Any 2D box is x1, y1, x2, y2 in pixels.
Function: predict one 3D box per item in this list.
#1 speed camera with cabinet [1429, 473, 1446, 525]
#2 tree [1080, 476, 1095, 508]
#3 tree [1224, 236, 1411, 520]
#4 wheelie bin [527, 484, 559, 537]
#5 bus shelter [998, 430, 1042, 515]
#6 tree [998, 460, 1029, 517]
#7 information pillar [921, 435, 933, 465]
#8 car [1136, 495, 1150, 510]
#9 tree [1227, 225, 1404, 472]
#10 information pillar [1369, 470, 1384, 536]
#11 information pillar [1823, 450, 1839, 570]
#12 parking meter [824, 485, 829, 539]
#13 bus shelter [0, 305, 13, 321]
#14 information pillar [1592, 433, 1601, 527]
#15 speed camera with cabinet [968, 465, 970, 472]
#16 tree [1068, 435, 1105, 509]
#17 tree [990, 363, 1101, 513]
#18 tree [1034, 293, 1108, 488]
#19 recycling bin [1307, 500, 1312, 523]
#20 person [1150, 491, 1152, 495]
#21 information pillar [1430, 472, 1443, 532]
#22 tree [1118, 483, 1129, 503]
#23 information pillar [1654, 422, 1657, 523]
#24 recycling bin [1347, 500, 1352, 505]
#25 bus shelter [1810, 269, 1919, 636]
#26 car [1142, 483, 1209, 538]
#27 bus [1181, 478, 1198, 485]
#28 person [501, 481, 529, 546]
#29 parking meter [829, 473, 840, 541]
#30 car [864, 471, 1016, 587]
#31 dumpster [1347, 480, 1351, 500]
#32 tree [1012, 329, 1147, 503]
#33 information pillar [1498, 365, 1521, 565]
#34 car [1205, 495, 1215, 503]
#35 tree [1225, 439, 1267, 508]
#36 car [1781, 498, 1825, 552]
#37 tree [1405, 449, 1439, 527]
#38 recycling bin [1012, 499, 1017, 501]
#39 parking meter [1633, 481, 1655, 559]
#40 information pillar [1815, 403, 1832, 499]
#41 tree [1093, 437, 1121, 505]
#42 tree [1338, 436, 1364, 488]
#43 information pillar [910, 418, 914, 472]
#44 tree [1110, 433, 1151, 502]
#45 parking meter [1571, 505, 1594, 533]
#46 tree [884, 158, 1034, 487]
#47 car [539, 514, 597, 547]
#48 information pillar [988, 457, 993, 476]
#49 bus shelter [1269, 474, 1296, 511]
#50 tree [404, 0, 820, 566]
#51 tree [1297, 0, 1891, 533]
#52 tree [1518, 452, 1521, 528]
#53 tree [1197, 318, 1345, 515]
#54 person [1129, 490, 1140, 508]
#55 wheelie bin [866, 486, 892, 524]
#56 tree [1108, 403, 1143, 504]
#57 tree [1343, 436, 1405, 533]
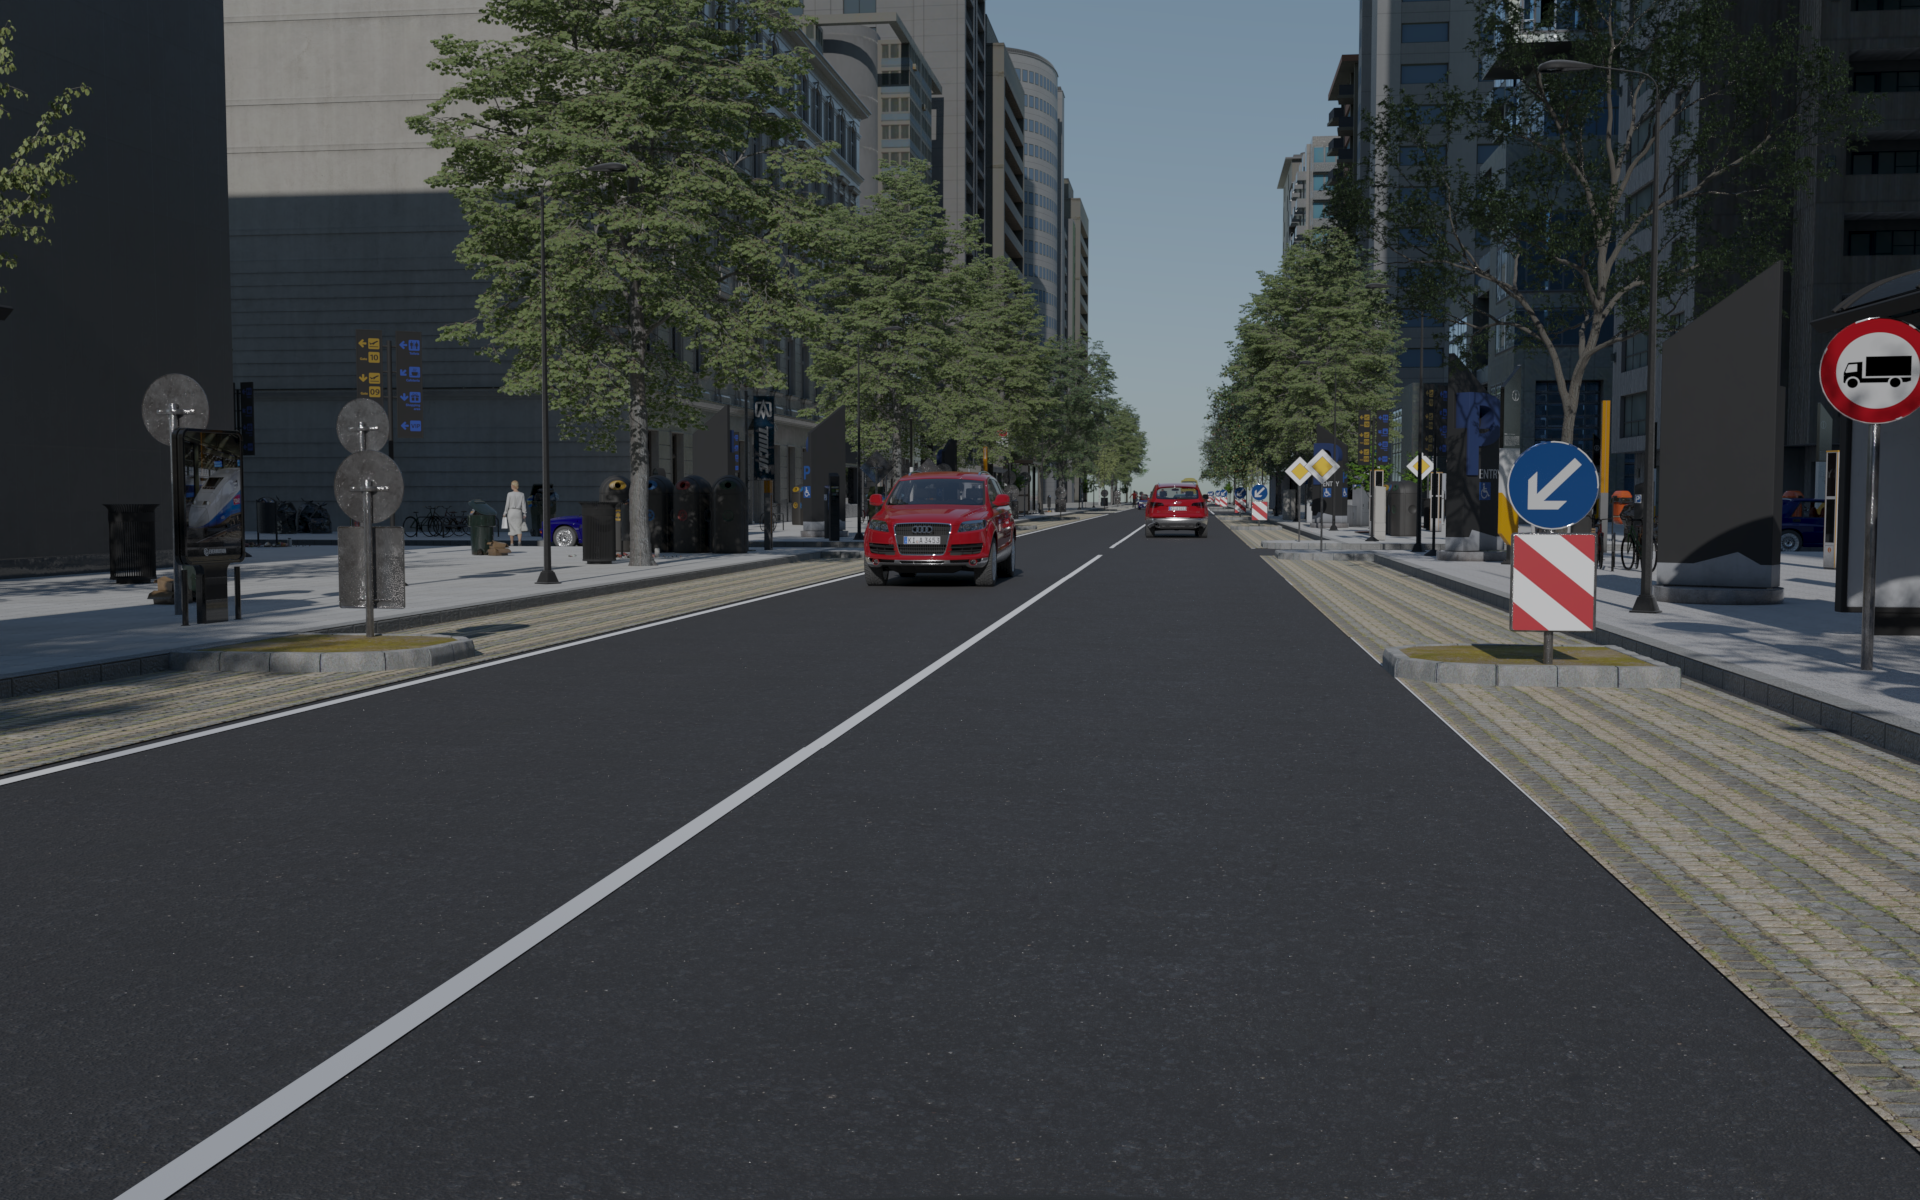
[{"bbox_3d":[20.045,-4.782,72.527,0.660,3.252,2.038,1,4,20],"label":"speed camera with cabinet"},{"bbox_3d":[11.379,-9.971,157.627,1.663,3.219,1.824,0,3,0],"label":"tree"},{"bbox_3d":[17.537,-10.983,86.234,9.857,13.997,8.962,0,3,0],"label":"tree"},{"bbox_3d":[-12.556,-2.717,52.330,0.980,1.594,0.693,-3,4,-36],"label":"wheelie bin"},{"bbox_3d":[3.613,-7.953,107.662,2.179,5.291,8.768,0,4,7],"label":"bus shelter"},{"bbox_3d":[3.029,-6.293,97.488,1.663,3.219,1.824,0,3,0],"label":"tree"},{"bbox_3d":[-1.277,-4.562,65.942,0.504,3.616,0.183,0,4,-6],"label":"information pillar"},{"bbox_3d":[17.195,-8.957,159.025,1.945,1.354,3.894,0,4,7],"label":"car"},{"bbox_3d":[15.136,-9.533,73.985,7.486,12.596,7.792,0,3,0],"label":"tree"},{"bbox_3d":[12.689,-2.953,52.780,0.304,2.012,0.304,-1,4,-15],"label":"information pillar"},{"bbox_3d":[14.873,-1.519,29.330,0.304,2.012,0.304,-1,4,-9],"label":"information pillar"},{"bbox_3d":[-3.728,-2.538,49.914,0.372,1.533,0.369,0,3,0],"label":"parking meter"},{"bbox_3d":[-9.405,-1.117,12.188,2.014,3.302,5.546,0,4,7],"label":"bus shelter"},{"bbox_3d":[24.594,-4.614,66.801,0.504,3.616,0.183,0,4,-8],"label":"information pillar"},{"bbox_3d":[0.203,-7.585,118.357,0.660,3.252,2.038,-1,4,-20],"label":"speed camera with cabinet"},{"bbox_3d":[10.870,-12.406,153.194,4.360,8.622,3.978,0,3,0],"label":"tree"},{"bbox_3d":[5.552,-11.231,118.041,8.767,10.594,7.601,1,4,10],"label":"tree"},{"bbox_3d":[1.454,-10.017,81.912,7.486,12.596,7.792,0,3,0],"label":"tree"},{"bbox_3d":[15.757,-3.905,76.395,0.722,1.027,0.722,2,4,34],"label":"recycling bin"},{"bbox_3d":[29.873,-16.041,270.398,0.705,1.869,1.348,2,4,24],"label":"person"},{"bbox_3d":[16.089,-3.303,58.495,0.304,2.012,0.304,3,4,37],"label":"information pillar"},{"bbox_3d":[24.560,-16.090,257.675,1.663,3.219,1.824,0,3,0],"label":"tree"},{"bbox_3d":[22.532,-3.983,56.473,0.183,3.616,0.504,-1,4,-11],"label":"information pillar"},{"bbox_3d":[17.425,-3.865,75.755,0.722,1.027,0.722,-1,4,-17],"label":"recycling bin"},{"bbox_3d":[8.450,-1.175,13.130,2.014,3.302,5.546,0,4,8],"label":"bus shelter"},{"bbox_3d":[7.262,-3.038,58.339,2.281,1.827,5.304,0,4,6],"label":"car"},{"bbox_3d":[35.050,-16.703,264.638,2.896,3.916,12.252,0,4,8],"label":"bus"},{"bbox_3d":[-11.600,-2.215,45.076,0.694,1.780,0.624,-1,4,-10],"label":"person"},{"bbox_3d":[-3.437,-2.543,47.292,0.255,1.863,0.399,-1,4,-13],"label":"parking meter"},{"bbox_3d":[-0.249,-1.216,28.553,2.281,1.827,5.304,0,4,7],"label":"car"},{"bbox_3d":[17.206,-4.737,79.950,1.502,2.255,1.985,0,4,8],"label":"dumpster"},{"bbox_3d":[7.824,-13.955,134.813,9.857,13.997,8.962,0,3,0],"label":"tree"},{"bbox_3d":[9.979,-2.451,31.425,0.504,3.616,0.183,-2,4,-35],"label":"information pillar"},{"bbox_3d":[38.875,-15.922,270.110,2.009,1.686,4.222,0,4,7],"label":"car"},{"bbox_3d":[26.879,-12.931,161.777,4.737,8.622,4.395,0,3,0],"label":"tree"},{"bbox_3d":[20.731,-1.738,41.003,3.894,1.354,1.945,1,4,8],"label":"car"},{"bbox_3d":[17.836,-4.446,67.294,1.663,3.219,1.824,0,3,0],"label":"tree"},{"bbox_3d":[2.704,-5.072,95.482,0.722,1.027,0.722,-1,4,-13],"label":"recycling bin"},{"bbox_3d":[13.450,-1.569,34.072,0.372,1.533,0.369,0,3,0],"label":"parking meter"},{"bbox_3d":[22.237,-3.259,44.635,0.504,3.616,0.183,-2,4,-26],"label":"information pillar"},{"bbox_3d":[16.111,-15.097,197.193,4.737,8.622,4.395,0,3,0],"label":"tree"},{"bbox_3d":[20.803,-6.820,95.217,4.285,4.588,4.351,0,3,0],"label":"tree"},{"bbox_3d":[-1.496,-3.820,53.806,0.183,3.616,0.504,0,4,3],"label":"information pillar"},{"bbox_3d":[26.502,-21.354,274.899,9.928,11.665,9.643,0,3,0],"label":"tree"},{"bbox_3d":[11.961,-1.684,33.252,0.399,1.863,0.255,1,4,17],"label":"parking meter"},{"bbox_3d":[-2.135,-8.591,58.586,7.486,12.596,7.792,0,3,0],"label":"tree"},{"bbox_3d":[-8.893,-1.996,45.212,3.894,1.354,1.945,0,4,7],"label":"car"},{"bbox_3d":[1.636,-6.439,96.632,0.504,3.616,0.183,0,4,6],"label":"information pillar"},{"bbox_3d":[21.878,-7.558,117.497,2.014,3.302,5.546,0,4,8],"label":"bus shelter"},{"bbox_3d":[-5.620,-6.853,30.167,7.486,12.596,7.792,0,3,0],"label":"tree"},{"bbox_3d":[9.442,-5.669,27.097,8.767,10.594,7.601,1,4,16],"label":"tree"},{"bbox_3d":[20.948,-4.367,66.000,1.663,3.219,1.824,0,3,0],"label":"tree"},{"bbox_3d":[19.821,-11.663,107.693,9.611,12.733,9.660,0,3,0],"label":"tree"},{"bbox_3d":[18.062,-10.456,179.425,1.348,1.831,0.705,2,4,32],"label":"person"},{"bbox_3d":[-3.401,-3.838,70.665,0.980,1.594,0.693,2,4,24],"label":"wheelie bin"},{"bbox_3d":[19.102,-18.024,212.823,7.486,12.596,7.792,0,3,0],"label":"tree"},{"bbox_3d":[13.353,-3.807,56.846,1.663,3.219,1.824,0,3,0],"label":"tree"}]
